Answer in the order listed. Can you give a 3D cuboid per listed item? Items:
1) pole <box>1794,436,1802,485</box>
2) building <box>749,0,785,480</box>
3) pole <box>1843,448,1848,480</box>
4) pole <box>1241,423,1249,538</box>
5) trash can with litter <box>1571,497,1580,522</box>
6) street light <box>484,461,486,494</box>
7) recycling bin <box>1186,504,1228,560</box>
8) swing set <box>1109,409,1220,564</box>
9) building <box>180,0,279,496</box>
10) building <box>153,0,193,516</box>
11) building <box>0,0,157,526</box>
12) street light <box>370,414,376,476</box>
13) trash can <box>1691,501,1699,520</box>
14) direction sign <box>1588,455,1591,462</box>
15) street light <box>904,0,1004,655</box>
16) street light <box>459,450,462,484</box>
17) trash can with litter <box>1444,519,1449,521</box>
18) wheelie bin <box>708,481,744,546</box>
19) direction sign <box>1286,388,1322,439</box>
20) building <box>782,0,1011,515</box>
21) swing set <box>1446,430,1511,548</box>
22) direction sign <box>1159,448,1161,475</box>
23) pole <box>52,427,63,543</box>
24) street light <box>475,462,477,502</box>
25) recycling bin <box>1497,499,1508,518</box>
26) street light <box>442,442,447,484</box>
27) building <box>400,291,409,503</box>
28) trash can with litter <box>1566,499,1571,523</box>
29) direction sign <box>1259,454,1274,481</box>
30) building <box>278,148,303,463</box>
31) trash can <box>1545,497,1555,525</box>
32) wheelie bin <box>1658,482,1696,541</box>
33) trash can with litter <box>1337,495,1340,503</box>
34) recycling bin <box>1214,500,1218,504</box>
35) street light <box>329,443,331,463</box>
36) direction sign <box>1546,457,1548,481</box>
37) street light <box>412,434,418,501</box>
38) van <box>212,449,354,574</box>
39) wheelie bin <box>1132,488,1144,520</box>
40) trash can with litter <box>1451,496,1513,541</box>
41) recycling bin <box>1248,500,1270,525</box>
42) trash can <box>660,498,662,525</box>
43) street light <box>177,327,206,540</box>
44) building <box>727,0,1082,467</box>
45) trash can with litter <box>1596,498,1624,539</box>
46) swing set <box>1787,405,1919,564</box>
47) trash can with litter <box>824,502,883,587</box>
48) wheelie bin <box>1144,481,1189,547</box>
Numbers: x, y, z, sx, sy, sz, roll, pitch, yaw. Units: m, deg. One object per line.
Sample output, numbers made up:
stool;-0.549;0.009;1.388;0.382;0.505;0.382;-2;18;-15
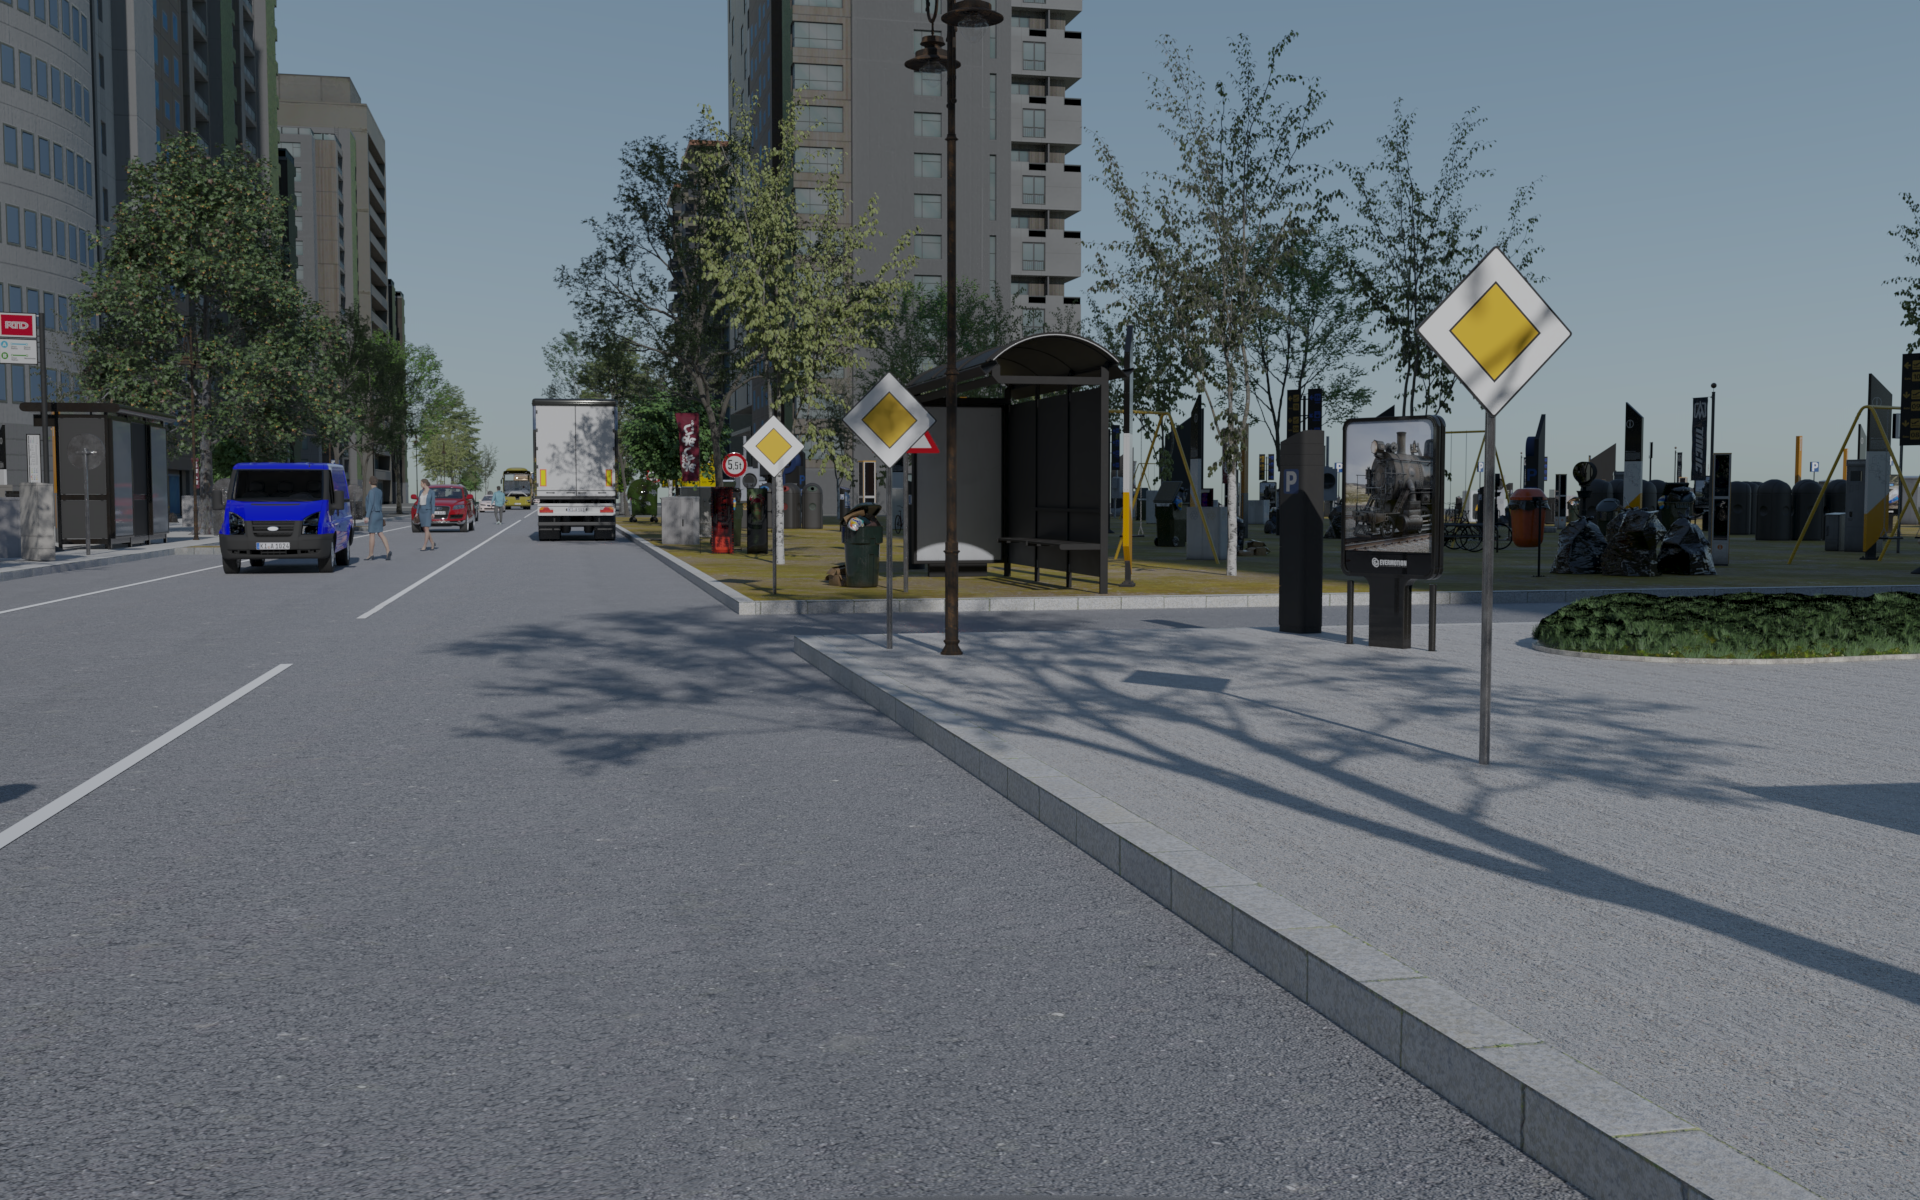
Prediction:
pole;29.369;-4.090;60.711;0.158;3.312;0.155;0;3;0
building;-7.870;-29.259;128.496;14.600;45.320;14.200;-1;4;-13
pole;39.537;-5.110;77.391;0.158;3.312;0.155;0;3;0
pole;8.223;-3.436;50.025;0.158;3.312;0.155;0;3;0
trash can with litter;26.541;-3.773;73.078;1.055;1.170;0.624;0;4;-8
street light;-63.731;-15.895;232.667;0.468;5.910;1.993;-1;4;-13
recycling bin;4.906;-1.308;33.946;0.722;1.027;0.722;2;4;32
swing set;2.878;-2.111;32.138;3.119;2.851;2.862;-3;4;-37
building;-56.673;-26.877;123.026;14.154;41.232;14.086;-1;4;-13
building;-51.393;-27.198;94.794;14.600;45.320;14.200;-1;4;-13
building;-46.550;-32.197;68.427;21.231;58.520;28.212;-1;4;-13
street light;-31.863;-7.418;94.070;0.468;5.910;1.993;-1;4;-13
trash can;35.990;-4.495;85.151;0.748;1.137;0.748;0;3;0
direction sign;36.719;-6.672;101.081;0.379;3.537;0.876;2;4;27
street light;-0.066;-2.501;13.677;0.468;5.910;1.993;-1;4;-13
street light;-50.546;-12.374;175.096;0.468;5.910;1.993;-1;4;-13
trash can with litter;23.603;-4.385;82.757;2.233;1.210;1.678;3;5;39
wheelie bin;-5.782;-2.137;42.852;0.980;1.594;0.693;3;5;39
direction sign;7.413;-2.775;37.364;0.876;3.537;0.379;3;5;44
building;-4.932;-26.374;114.811;14.154;41.232;14.086;-1;4;-13
swing set;12.098;-2.797;43.348;2.862;2.851;3.119;-3;4;-38
direction sign;10.064;-5.647;84.319;0.876;3.537;0.379;3;4;37
pole;-23.722;-3.162;45.537;0.158;3.312;0.155;0;3;0
street light;-56.990;-14.118;203.615;0.468;5.910;1.993;-1;4;-13
recycling bin;27.190;-4.577;87.384;0.722;1.027;0.722;2;4;28
street light;-44.988;-10.906;151.101;0.468;5.910;1.993;-1;4;-13
building;-83.269;-28.382;235.744;14.160;30.474;14.107;-1;4;-13
trash can with litter;27.418;-4.070;77.928;0.624;1.170;1.055;-1;4;-21
direction sign;17.304;-6.472;97.815;0.876;3.537;0.379;2;4;26
building;-60.724;-22.349;137.100;14.160;30.474;14.107;-1;4;-13
trash can;25.335;-3.859;74.742;0.748;1.137;0.748;0;3;0
wheelie bin;19.296;-2.363;46.543;0.980;1.594;0.693;0;4;-4
trash can with litter;22.101;-5.439;99.985;2.233;1.210;1.678;-2;4;-28
recycling bin;11.054;-3.954;77.204;0.722;1.027;0.722;-1;4;-12
street light;-27.920;-6.358;76.748;0.468;5.910;1.993;-1;4;-13
direction sign;34.949;-6.871;104.344;0.876;3.537;0.379;0;4;-6
street light;-38.350;-9.143;122.281;0.468;5.910;1.993;-1;4;-13
van;-12.762;-1.748;32.962;2.240;2.365;5.245;-1;4;-15
wheelie bin;8.811;-4.674;84.332;0.980;1.594;0.693;0;4;-6
trash can with litter;14.986;-2.249;47.821;2.233;1.210;1.678;0;4;-6
recycling bin;12.659;-3.721;73.389;0.722;1.027;0.722;2;4;30
trash can;-11.594;-3.504;68.951;0.748;1.137;0.748;0;3;0
street light;-21.274;-4.604;48.067;0.468;5.910;1.993;-1;4;-13
building;-5.394;-34.325;150.456;28.713;52.752;27.495;-1;4;-13
trash can with litter;16.167;-1.954;43.330;0.624;1.170;1.055;3;5;41
swing set;17.031;-2.051;31.151;3.119;2.851;2.862;-2;4;-31
trash can with litter;-1.527;-0.770;23.977;0.624;1.170;1.055;-3;4;-37
wheelie bin;5.152;-2.103;42.298;0.693;1.594;0.980;-3;5;-41
